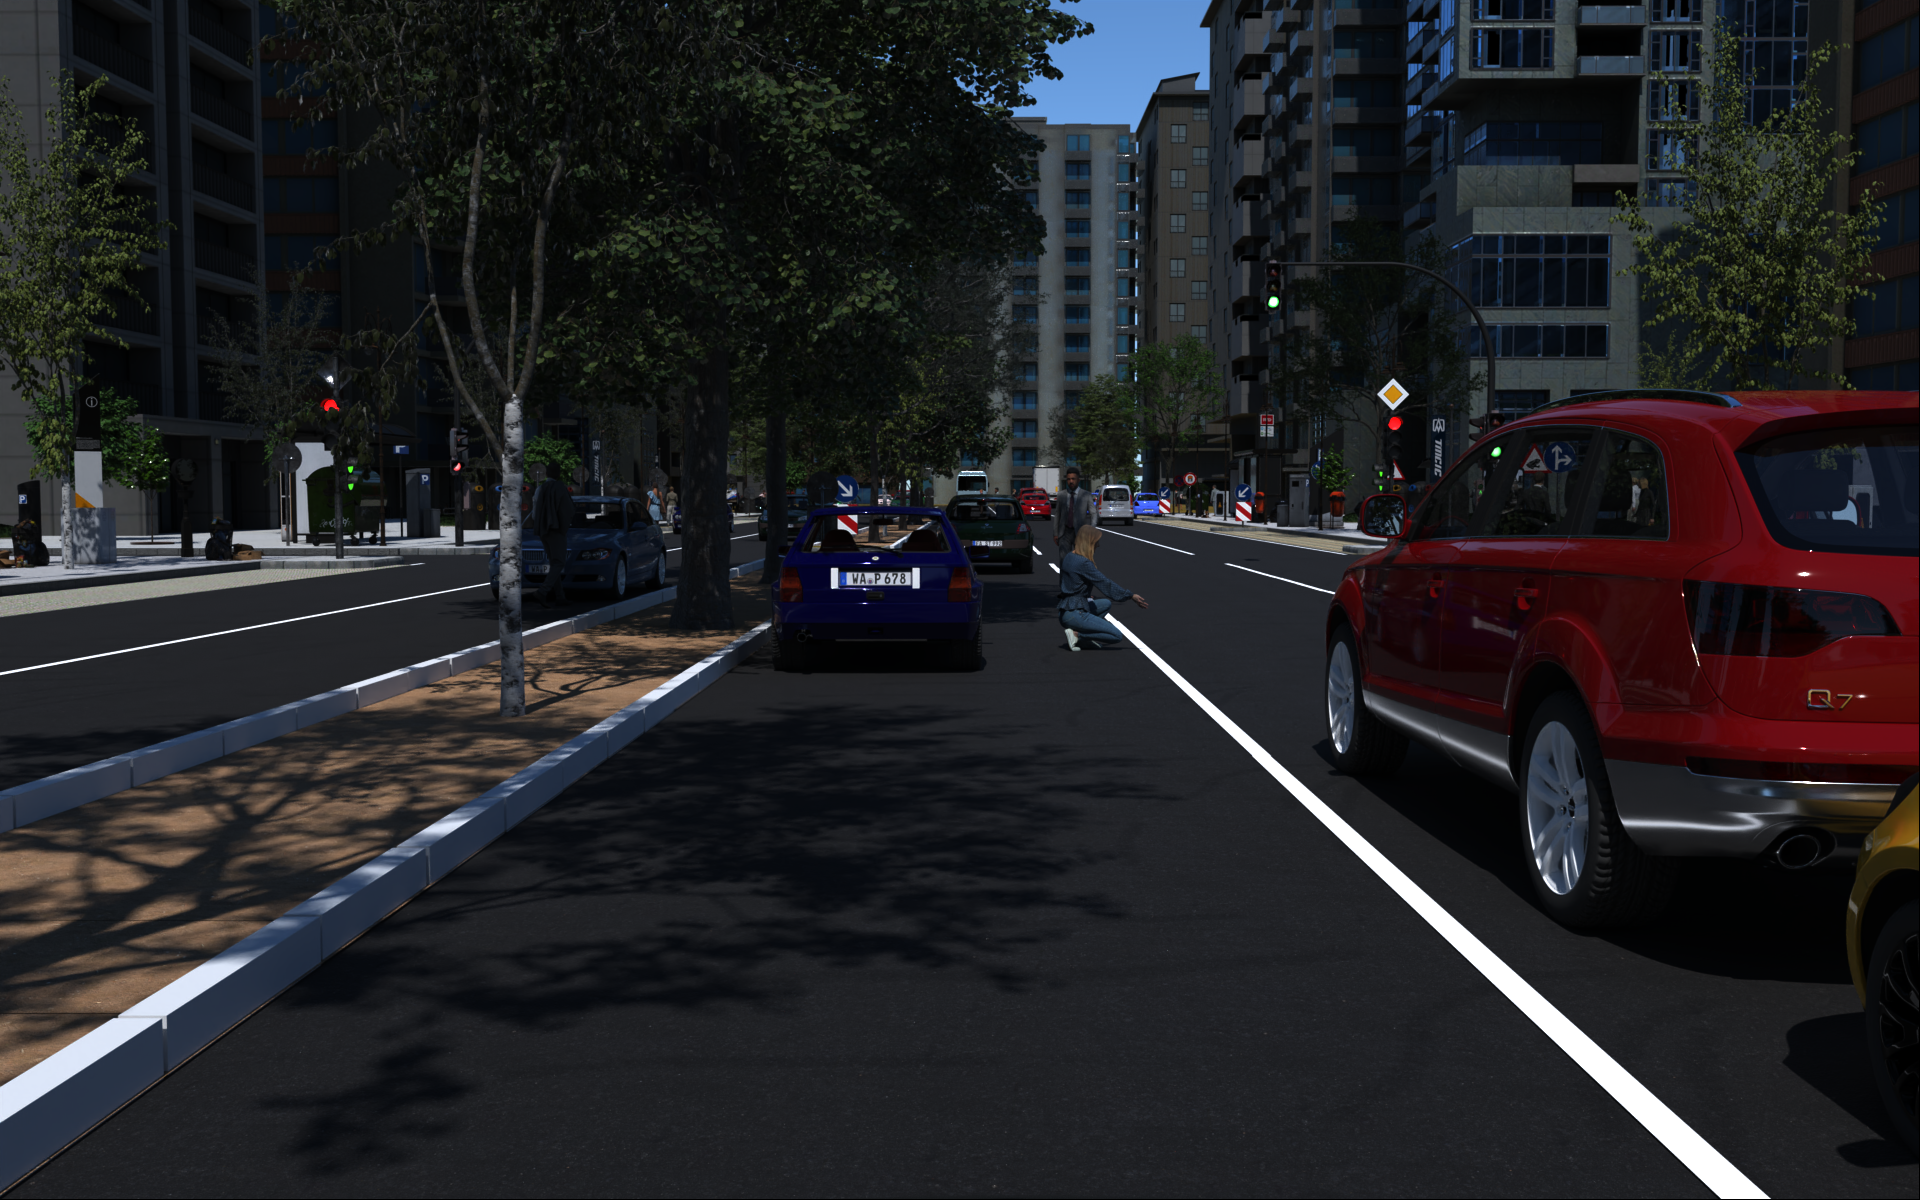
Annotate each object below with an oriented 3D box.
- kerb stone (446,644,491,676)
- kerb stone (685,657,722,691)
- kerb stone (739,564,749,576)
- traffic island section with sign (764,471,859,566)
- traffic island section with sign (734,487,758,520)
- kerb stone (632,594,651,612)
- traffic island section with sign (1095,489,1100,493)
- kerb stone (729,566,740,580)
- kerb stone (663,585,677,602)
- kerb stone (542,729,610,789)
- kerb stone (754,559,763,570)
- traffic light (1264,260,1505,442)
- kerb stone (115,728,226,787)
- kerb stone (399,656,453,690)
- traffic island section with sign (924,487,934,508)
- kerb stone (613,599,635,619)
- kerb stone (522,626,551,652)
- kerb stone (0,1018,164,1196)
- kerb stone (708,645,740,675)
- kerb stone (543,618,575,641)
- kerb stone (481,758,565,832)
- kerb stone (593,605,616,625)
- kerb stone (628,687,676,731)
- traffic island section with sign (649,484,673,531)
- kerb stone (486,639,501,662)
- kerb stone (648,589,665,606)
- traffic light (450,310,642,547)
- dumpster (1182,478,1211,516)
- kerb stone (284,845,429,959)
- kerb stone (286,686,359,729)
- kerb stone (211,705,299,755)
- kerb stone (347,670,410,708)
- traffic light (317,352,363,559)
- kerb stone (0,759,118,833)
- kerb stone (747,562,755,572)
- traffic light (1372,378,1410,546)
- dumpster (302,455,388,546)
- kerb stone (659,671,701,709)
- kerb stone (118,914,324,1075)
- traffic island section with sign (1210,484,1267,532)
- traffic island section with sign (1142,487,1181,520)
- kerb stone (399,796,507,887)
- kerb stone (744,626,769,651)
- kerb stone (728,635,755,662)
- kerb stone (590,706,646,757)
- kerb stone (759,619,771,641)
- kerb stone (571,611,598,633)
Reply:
[{"bbox_3d":[-4.024,0.499,14.029,0.120,0.150,1.000,0,4,0],"label":"kerb stone"},{"bbox_3d":[-1.934,0.566,12.948,0.120,0.150,1.000,0,4,0],"label":"kerb stone"},{"bbox_3d":[-3.884,-0.500,30.425,0.120,0.150,1.000,0,4,0],"label":"kerb stone"},{"bbox_3d":[-2.799,-1.613,34.506,2.006,1.907,1.989,0,4,0],"label":"traffic island section with sign"},{"bbox_3d":[-11.486,-5.251,94.482,1.989,1.847,2.006,0,4,0],"label":"traffic island section with sign"},{"bbox_3d":[-3.970,0.063,21.190,0.120,0.150,1.000,0,4,0],"label":"kerb stone"},{"bbox_3d":[11.360,-8.284,144.075,1.989,1.847,2.006,0,4,0],"label":"traffic island section with sign"},{"bbox_3d":[-3.904,-0.433,29.395,0.120,0.150,1.000,0,4,0],"label":"kerb stone"},{"bbox_3d":[-3.952,-0.064,23.235,0.120,0.150,1.000,0,4,0],"label":"kerb stone"},{"bbox_3d":[-1.970,0.816,8.854,0.120,0.150,1.000,0,4,0],"label":"kerb stone"},{"bbox_3d":[-3.870,-0.629,32.473,0.120,0.150,1.000,0,4,0],"label":"kerb stone"},{"bbox_3d":[8.291,-3.624,33.920,4.771,5.953,1.251,0,4,0],"label":"traffic light"},{"bbox_3d":[-4.068,0.814,8.904,0.120,0.150,1.000,0,4,0],"label":"kerb stone"},{"bbox_3d":[-4.039,0.563,12.997,0.120,0.150,1.000,0,4,0],"label":"kerb stone"},{"bbox_3d":[-2.105,-6.661,117.049,2.006,1.907,1.989,0,4,0],"label":"traffic island section with sign"},{"bbox_3d":[-3.972,0.125,20.168,0.120,0.150,1.000,0,4,0],"label":"kerb stone"},{"bbox_3d":[-4.001,0.374,16.073,0.120,0.150,1.000,0,4,0],"label":"kerb stone"},{"bbox_3d":[-2.016,1.129,3.743,0.120,0.150,1.000,0,4,0],"label":"kerb stone"},{"bbox_3d":[-1.926,0.503,13.970,0.120,0.150,1.000,0,4,0],"label":"kerb stone"},{"bbox_3d":[-4.003,0.312,17.095,0.120,0.150,1.000,0,4,0],"label":"kerb stone"},{"bbox_3d":[-1.976,0.879,7.832,0.120,0.150,1.000,0,4,0],"label":"kerb stone"},{"bbox_3d":[-3.991,0.190,19.146,0.120,0.150,1.000,0,4,0],"label":"kerb stone"},{"bbox_3d":[-1.948,0.691,10.897,0.120,0.150,1.000,0,4,0],"label":"kerb stone"},{"bbox_3d":[-11.725,-3.566,66.937,1.989,1.847,2.006,0,4,0],"label":"traffic island section with sign"},{"bbox_3d":[-4.021,0.442,15.051,0.120,0.150,1.000,0,4,0],"label":"kerb stone"},{"bbox_3d":[-3.970,-0.001,22.213,0.120,0.150,1.000,0,4,0],"label":"kerb stone"},{"bbox_3d":[-10.118,-4.132,42.220,4.771,5.953,1.251,0,4,0],"label":"traffic light"},{"bbox_3d":[14.114,-6.158,103.178,1.502,2.255,1.985,0,4,0],"label":"dumpster"},{"bbox_3d":[-2.003,1.004,5.788,0.120,0.150,1.000,0,4,0],"label":"kerb stone"},{"bbox_3d":[-4.054,0.691,10.948,0.120,0.150,1.000,0,4,0],"label":"kerb stone"},{"bbox_3d":[-4.059,0.752,9.926,0.120,0.150,1.000,0,4,0],"label":"kerb stone"},{"bbox_3d":[-4.041,0.625,11.972,0.120,0.150,1.000,0,4,0],"label":"kerb stone"},{"bbox_3d":[-12.277,-2.770,34.217,0.839,4.253,0.868,0,4,0],"label":"traffic light"},{"bbox_3d":[-4.077,0.876,7.877,0.120,0.150,1.000,0,4,0],"label":"kerb stone"},{"bbox_3d":[-3.883,-0.566,31.446,0.120,0.150,1.000,0,4,0],"label":"kerb stone"},{"bbox_3d":[10.450,-3.248,42.028,0.839,4.253,0.868,0,4,0],"label":"traffic light"},{"bbox_3d":[-15.352,-2.491,43.227,1.502,2.255,1.985,0,4,0],"label":"dumpster"},{"bbox_3d":[-1.944,0.630,11.924,0.120,0.150,1.000,0,4,0],"label":"kerb stone"},{"bbox_3d":[-2.008,1.067,4.765,0.120,0.150,1.000,0,4,0],"label":"kerb stone"},{"bbox_3d":[10.694,-3.554,66.740,1.989,1.847,2.006,0,4,0],"label":"traffic island section with sign"},{"bbox_3d":[10.936,-5.234,94.205,1.989,1.847,2.006,0,4,0],"label":"traffic island section with sign"},{"bbox_3d":[-1.987,0.941,6.810,0.120,0.150,1.000,0,4,0],"label":"kerb stone"},{"bbox_3d":[-1.912,0.378,16.022,0.120,0.150,1.000,0,4,0],"label":"kerb stone"},{"bbox_3d":[-1.918,0.443,15.000,0.120,0.150,1.000,0,4,0],"label":"kerb stone"},{"bbox_3d":[-1.959,0.754,9.876,0.120,0.150,1.000,0,4,0],"label":"kerb stone"},{"bbox_3d":[-1.903,0.316,17.050,0.120,0.150,1.000,0,4,0],"label":"kerb stone"},{"bbox_3d":[-3.988,0.251,18.124,0.120,0.150,1.000,0,4,0],"label":"kerb stone"}]
